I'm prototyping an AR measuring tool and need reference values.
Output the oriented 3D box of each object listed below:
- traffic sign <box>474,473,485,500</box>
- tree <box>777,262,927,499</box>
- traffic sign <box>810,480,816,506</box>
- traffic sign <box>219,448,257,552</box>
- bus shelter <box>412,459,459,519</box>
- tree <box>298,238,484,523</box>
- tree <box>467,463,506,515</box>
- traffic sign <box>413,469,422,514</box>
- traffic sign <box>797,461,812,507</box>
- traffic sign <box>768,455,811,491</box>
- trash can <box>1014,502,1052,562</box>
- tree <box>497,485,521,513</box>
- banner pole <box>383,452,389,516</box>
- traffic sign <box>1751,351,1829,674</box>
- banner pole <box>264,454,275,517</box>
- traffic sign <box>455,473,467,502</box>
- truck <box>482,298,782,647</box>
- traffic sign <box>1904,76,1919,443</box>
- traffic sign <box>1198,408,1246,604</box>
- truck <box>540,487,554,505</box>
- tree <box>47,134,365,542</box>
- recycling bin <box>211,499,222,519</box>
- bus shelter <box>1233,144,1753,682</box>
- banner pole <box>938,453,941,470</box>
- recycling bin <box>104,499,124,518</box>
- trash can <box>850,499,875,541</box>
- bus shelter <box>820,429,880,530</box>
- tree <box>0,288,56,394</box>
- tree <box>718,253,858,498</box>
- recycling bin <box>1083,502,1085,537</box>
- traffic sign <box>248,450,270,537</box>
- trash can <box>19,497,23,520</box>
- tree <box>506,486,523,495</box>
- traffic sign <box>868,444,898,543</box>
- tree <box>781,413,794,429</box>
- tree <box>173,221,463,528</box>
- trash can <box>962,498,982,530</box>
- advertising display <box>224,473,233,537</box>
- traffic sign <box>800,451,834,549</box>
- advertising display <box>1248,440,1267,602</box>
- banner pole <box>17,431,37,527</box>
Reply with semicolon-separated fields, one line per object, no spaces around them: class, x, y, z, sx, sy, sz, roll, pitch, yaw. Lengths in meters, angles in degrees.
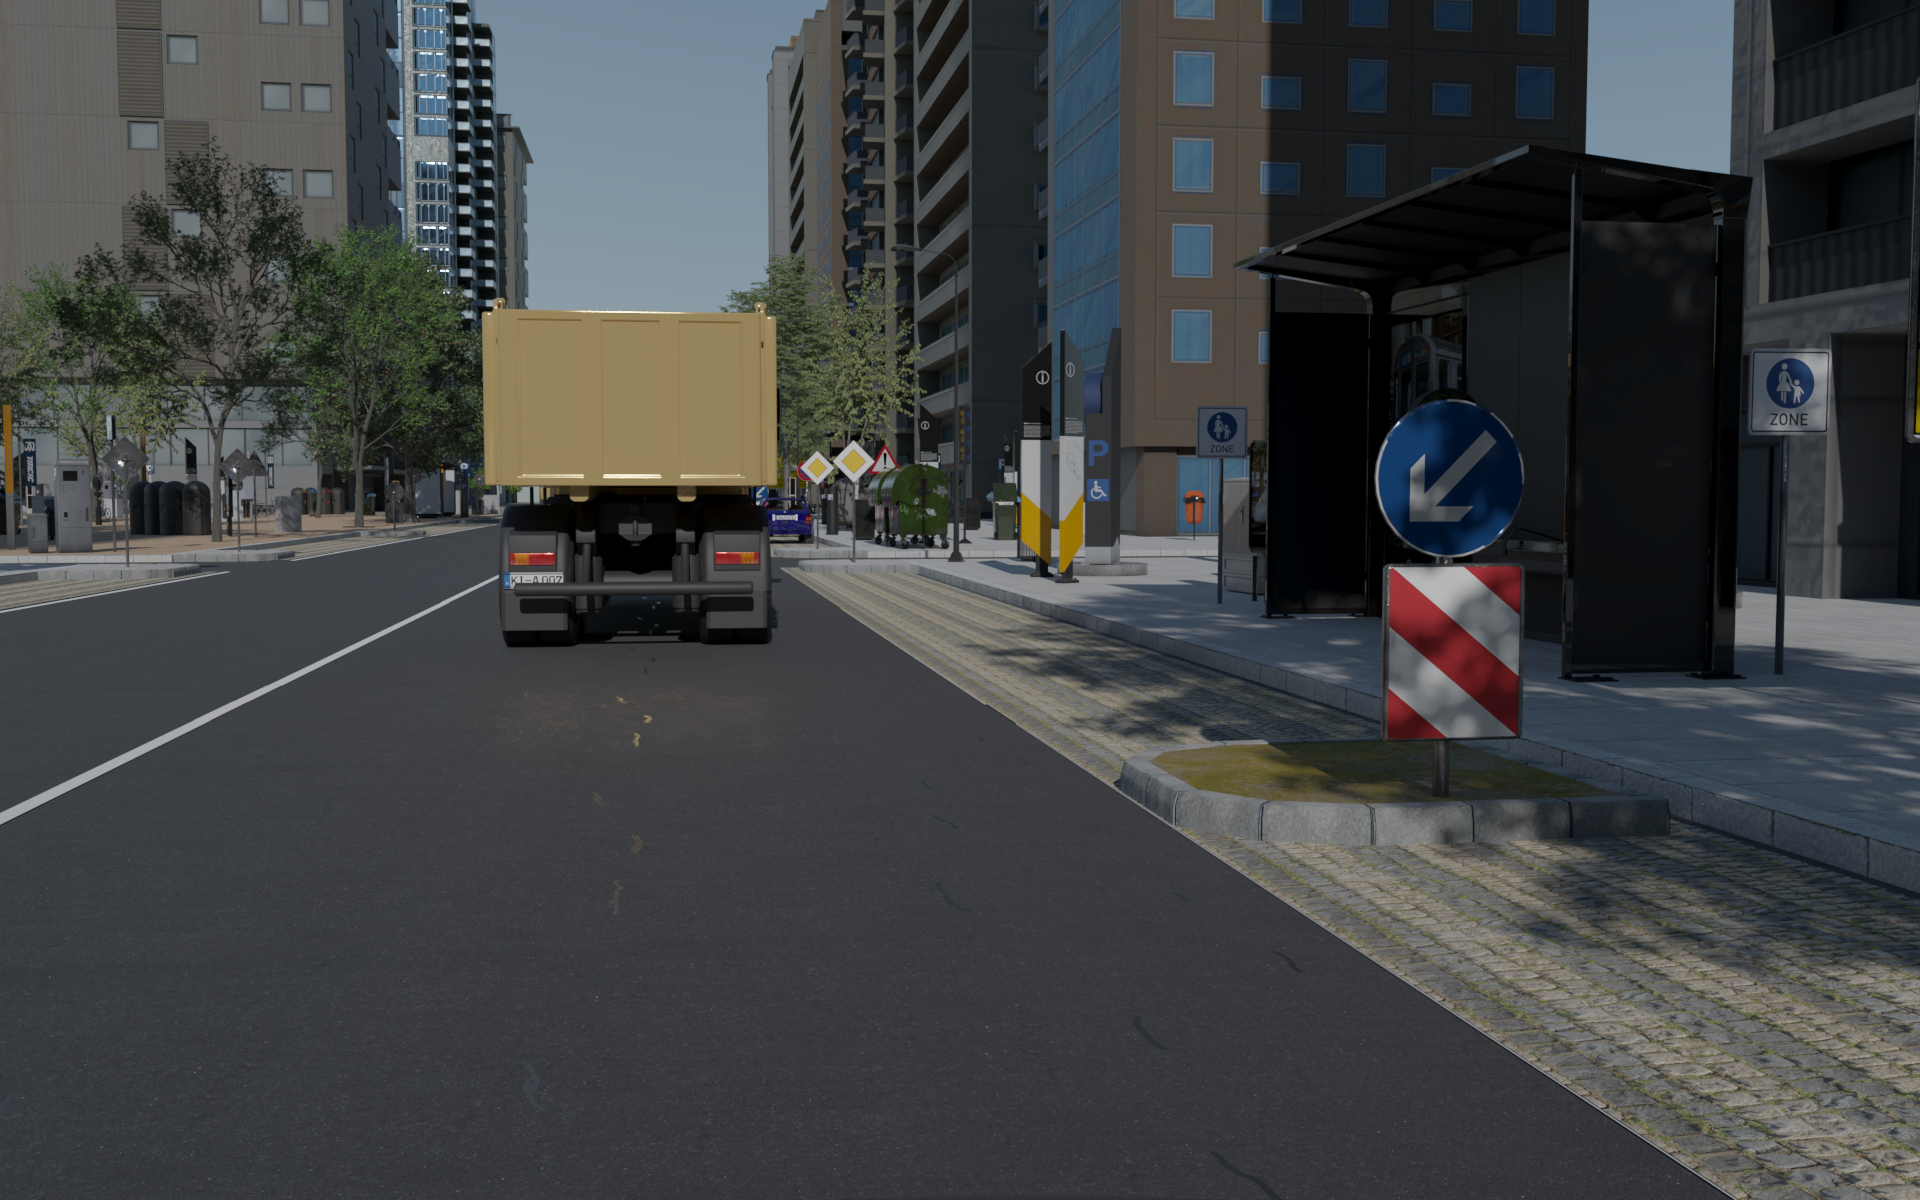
traffic sign;-29.232;-6.447;105.513;0.768;2.556;0.104;0;4;-6
tree;-3.251;-6.444;55.714;4.737;8.622;4.395;0;3;0
traffic sign;-7.847;-5.569;91.050;0.884;2.594;0.081;0;4;-5
traffic sign;-15.881;-2.108;38.111;0.795;2.450;0.064;-1;4;-10
bus shelter;-28.373;-6.065;93.091;2.014;3.302;5.546;-1;4;-10
tree;-24.831;-9.852;78.086;9.611;12.733;9.660;0;3;0
tree;-29.657;-6.907;107.535;1.663;3.219;1.824;0;3;0
traffic sign;-27.322;-5.300;86.766;0.768;2.556;0.104;-1;4;-9
traffic sign;-5.893;-4.078;66.777;0.768;2.556;0.104;-1;4;-9
traffic sign;-8.912;-5.911;90.515;2.265;3.308;0.079;0;4;-7
trash can;1.384;-1.299;32.894;0.748;1.137;0.748;0;3;0
tree;-31.273;-10.236;117.728;4.737;8.622;4.395;0;3;0
banner pole;-33.998;-6.893;102.720;0.401;3.779;0.863;-3;4;-37
traffic sign;5.826;-0.619;12.255;0.606;2.300;0.079;0;4;-7
banner pole;-38.444;-6.503;96.333;0.863;3.779;0.401;2;4;24
traffic sign;-30.159;-6.395;104.666;0.768;2.556;0.104;0;4;-1
truck;-3.615;-1.474;20.023;3.469;3.379;9.791;-1;4;-9
traffic sign;5.758;-0.899;8.569;2.265;3.308;0.079;0;4;-3
traffic sign;3.041;-1.106;20.210;0.606;2.300;0.079;0;4;-7
truck;-21.214;-5.992;93.894;3.469;3.379;9.791;-1;4;-10
tree;-19.923;-6.816;45.856;8.767;10.594;7.601;-1;4;-10
recycling bin;-39.252;-4.806;91.127;0.722;1.027;0.722;0;4;6
bus shelter;4.152;-1.444;14.887;1.731;3.624;6.357;-1;4;-10
banner pole;-1.410;-6.300;93.022;0.863;3.779;0.401;-1;4;-15
recycling bin;-45.159;-4.885;92.418;0.722;1.027;0.722;0;4;3
trash can;-2.659;-2.224;48.011;0.748;1.137;0.748;0;3;0
bus shelter;-4.162;-4.549;65.656;1.731;3.624;6.357;-1;4;-10
tree;-29.413;-6.172;51.277;4.360;8.622;3.978;0;3;0
tree;-8.381;-10.007;81.746;7.486;12.596;7.792;0;3;0
recycling bin;3.938;-2.438;52.418;0.722;1.027;0.722;-1;4;-10
traffic sign;-21.025;-3.158;51.640;0.884;2.594;0.081;0;4;-2
trash can;-47.030;-4.563;86.257;0.748;1.137;0.748;0;3;0
tree;-34.364;-8.524;133.974;1.663;3.219;1.824;0;3;0
traffic sign;-1.958;-2.774;45.353;0.884;2.594;0.081;0;4;-2
tree;-16.671;-13.563;132.122;12.009;13.543;11.850;0;3;0
tree;-22.939;-8.575;65.962;9.928;11.665;9.643;0;3;0
trash can;0.429;-3.050;61.517;0.748;1.137;0.748;0;3;0
advertising display;-22.214;-2.900;52.626;0.123;1.923;0.974;-2;4;-30
traffic sign;-3.309;-2.236;40.201;0.795;2.450;0.064;-1;4;-10
advertising display;3.734;-0.924;20.319;0.123;1.923;0.974;-2;4;-28
banner pole;-36.996;-4.809;68.643;0.401;3.779;0.863;3;4;39
